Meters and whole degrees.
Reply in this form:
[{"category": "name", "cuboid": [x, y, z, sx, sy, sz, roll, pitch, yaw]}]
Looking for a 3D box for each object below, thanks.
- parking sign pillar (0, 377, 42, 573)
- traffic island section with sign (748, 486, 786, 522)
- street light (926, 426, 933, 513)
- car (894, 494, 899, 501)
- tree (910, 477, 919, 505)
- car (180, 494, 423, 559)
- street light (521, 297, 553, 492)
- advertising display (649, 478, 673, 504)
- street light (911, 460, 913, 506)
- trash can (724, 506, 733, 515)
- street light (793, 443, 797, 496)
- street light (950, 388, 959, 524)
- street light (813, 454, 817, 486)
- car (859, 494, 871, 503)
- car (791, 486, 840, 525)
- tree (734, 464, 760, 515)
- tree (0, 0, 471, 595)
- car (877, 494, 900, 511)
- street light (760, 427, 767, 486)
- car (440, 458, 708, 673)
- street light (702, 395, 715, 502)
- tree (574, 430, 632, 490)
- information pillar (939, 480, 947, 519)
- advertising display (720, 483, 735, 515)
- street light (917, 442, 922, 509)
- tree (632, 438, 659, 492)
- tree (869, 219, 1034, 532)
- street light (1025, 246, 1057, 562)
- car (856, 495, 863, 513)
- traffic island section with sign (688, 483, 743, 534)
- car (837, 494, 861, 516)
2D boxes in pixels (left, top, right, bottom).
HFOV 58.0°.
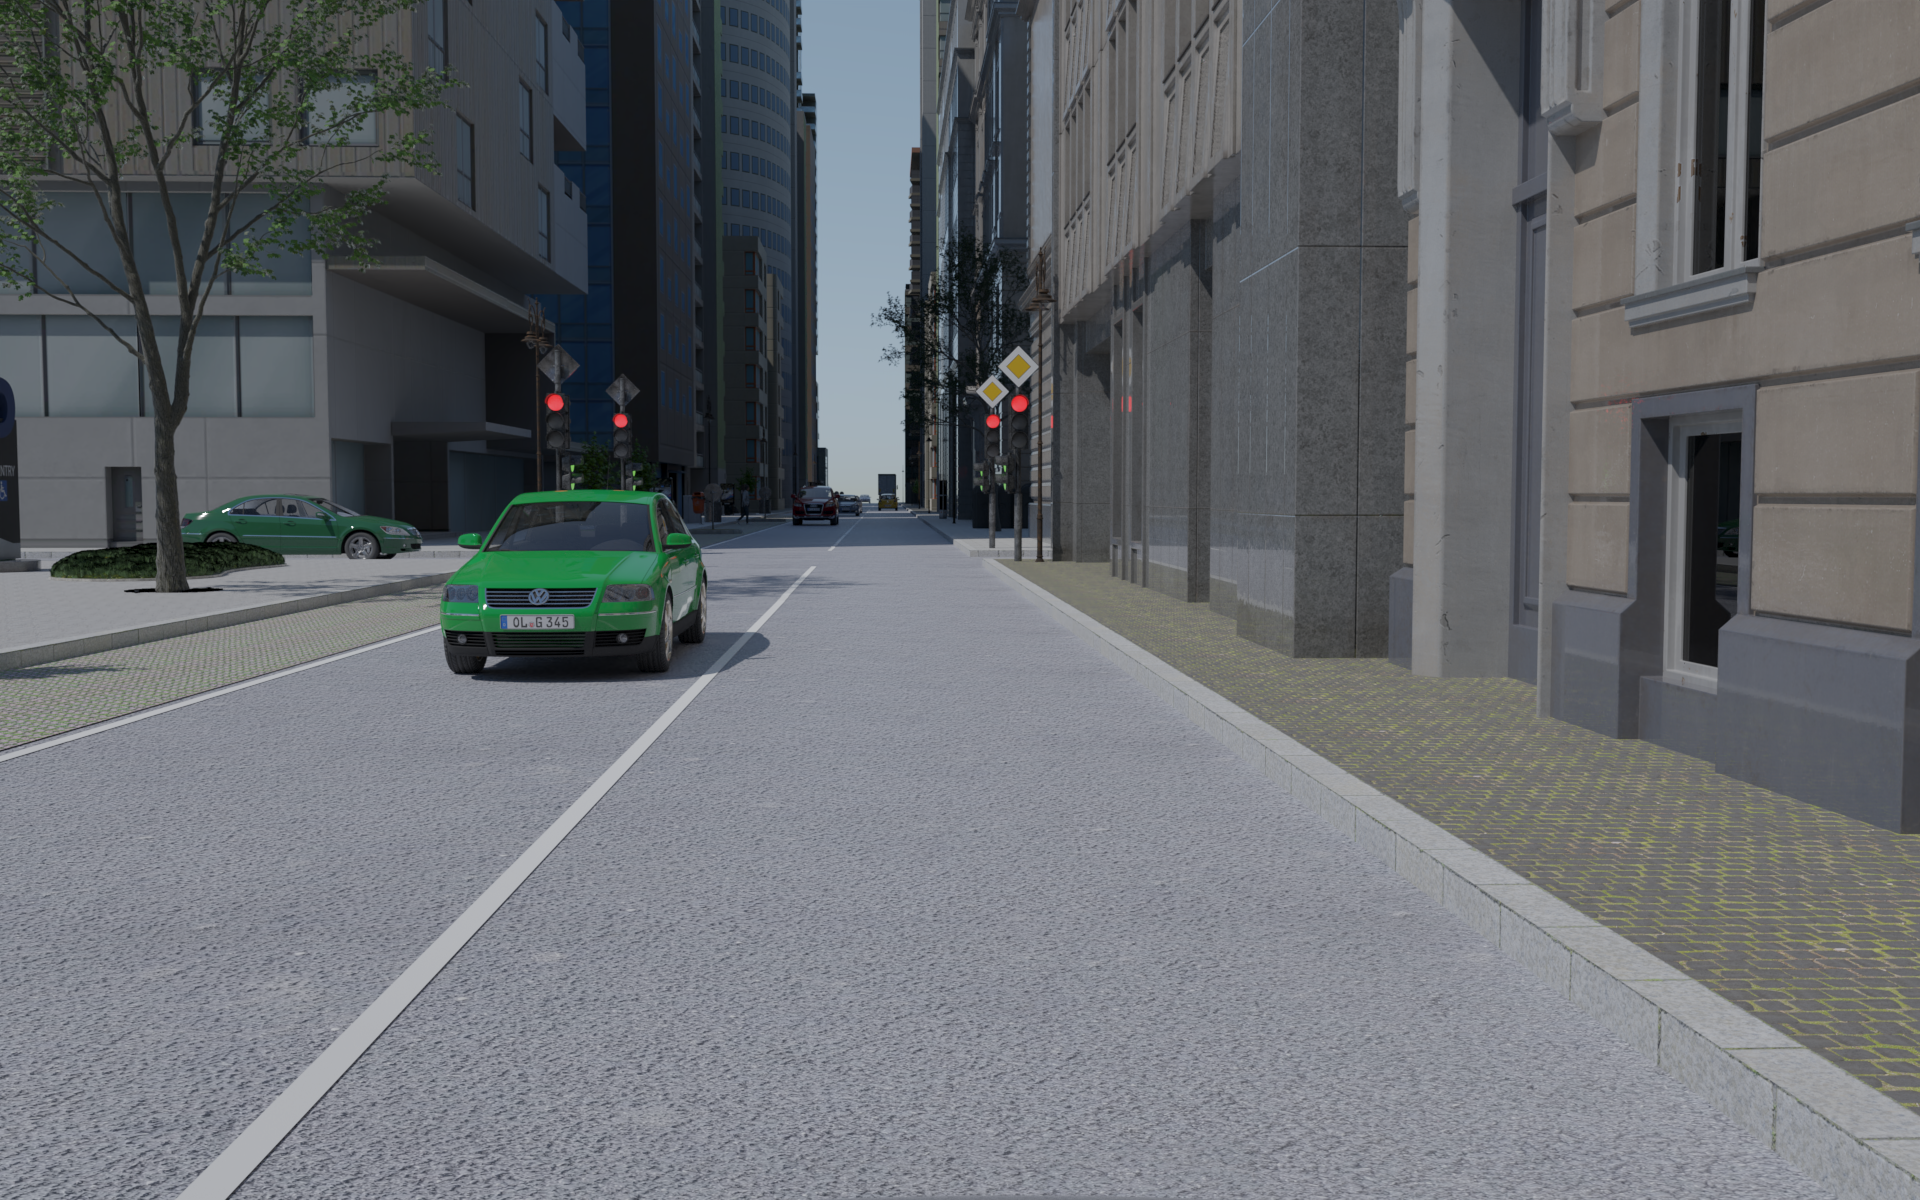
[{"category": "parking sign pillar", "cuboid": [-16.066, -2.456, 28.634, 1.447, 3.967, 1.447, 0, 4, -7]}, {"category": "traffic island section with sign", "cuboid": [-10.028, -4.950, 89.561, 1.989, 1.847, 2.006, 0, 4, -2]}, {"category": "street light", "cuboid": [-2.059, -8.726, 115.453, 0.468, 5.910, 1.993, 0, 4, -2]}, {"category": "car", "cuboid": [-8.715, -12.523, 216.553, 2.131, 1.459, 4.920, 0, 4, -1]}, {"category": "tree", "cuboid": [-5.025, -12.576, 200.214, 1.663, 3.219, 1.824, 0, 3, 0]}, {"category": "car", "cuboid": [-13.883, -1.515, 36.563, 4.920, 1.459, 2.131, 0, 4, -4]}, {"category": "street light", "cuboid": [-9.947, -4.164, 40.877, 0.468, 5.910, 1.993, 0, 4, -2]}, {"category": "advertising display", "cuboid": [-11.730, -3.835, 67.923, 0.974, 1.923, 0.123, 1, 4, 13]}, {"category": "street light", "cuboid": [-5.323, -13.415, 192.119, 0.468, 5.910, 1.993, 0, 4, -2]}, {"category": "trash can", "cuboid": [-14.349, -5.866, 107.569, 0.748, 1.137, 0.748, 0, 3, 0]}, {"category": "street light", "cuboid": [-14.930, -11.280, 157.208, 0.468, 5.910, 1.993, 0, 4, -2]}, {"category": "street light", "cuboid": [-0.256, -6.273, 75.351, 0.468, 5.910, 1.993, 0, 4, -2]}, {"category": "street light", "cuboid": [-16.791, -13.910, 200.209, 0.468, 5.910, 1.993, 0, 4, -2]}, {"category": "car", "cuboid": [-14.918, -15.827, 271.138, 2.083, 1.381, 4.827, 0, 4, -3]}, {"category": "car", "cuboid": [-6.713, -4.412, 80.807, 2.281, 1.827, 5.304, 0, 4, -2]}, {"category": "tree", "cuboid": [-13.377, -7.003, 109.107, 1.663, 3.219, 1.824, 0, 3, 0]}, {"category": "tree", "cuboid": [-10.348, -5.916, 22.480, 9.928, 11.665, 9.643, 0, 3, 0]}, {"category": "car", "cuboid": [-6.273, -8.611, 151.009, 2.015, 1.641, 3.980, 0, 4, -1]}, {"category": "street light", "cuboid": [-13.253, -8.829, 117.139, 0.468, 5.910, 1.993, 0, 4, -2]}, {"category": "car", "cuboid": [-3.282, -0.397, 15.280, 1.959, 1.807, 4.718, 0, 4, -3]}, {"category": "street light", "cuboid": [-11.709, -6.615, 80.942, 0.468, 5.910, 1.993, 0, 4, -2]}, {"category": "tree", "cuboid": [-10.912, -3.530, 52.318, 1.663, 3.219, 1.824, 0, 3, 0]}, {"category": "information pillar", "cuboid": [-0.883, -5.236, 90.100, 0.304, 2.012, 0.304, 3, 5, 41]}, {"category": "advertising display", "cuboid": [-13.955, -6.037, 103.916, 0.974, 1.923, 0.123, 2, 4, 28]}, {"category": "street light", "cuboid": [-3.574, -10.964, 152.054, 0.468, 5.910, 1.993, 0, 4, -2]}, {"category": "tree", "cuboid": [-11.101, -3.938, 58.987, 1.663, 3.219, 1.824, 0, 3, 0]}, {"category": "tree", "cuboid": [0.966, -7.636, 59.253, 7.601, 10.594, 8.767, 1, 4, 22]}, {"category": "street light", "cuboid": [1.508, -3.656, 32.563, 0.468, 5.910, 1.993, 0, 4, -2]}, {"category": "car", "cuboid": [-8.333, -7.216, 130.343, 2.083, 1.381, 4.827, 0, 4, -1]}, {"category": "traffic island section with sign", "cuboid": [-8.849, -3.279, 62.239, 1.989, 1.847, 2.006, 0, 4, -2]}, {"category": "car", "cuboid": [-7.497, -6.251, 114.211, 2.014, 1.417, 4.499, 0, 4, -2]}]
